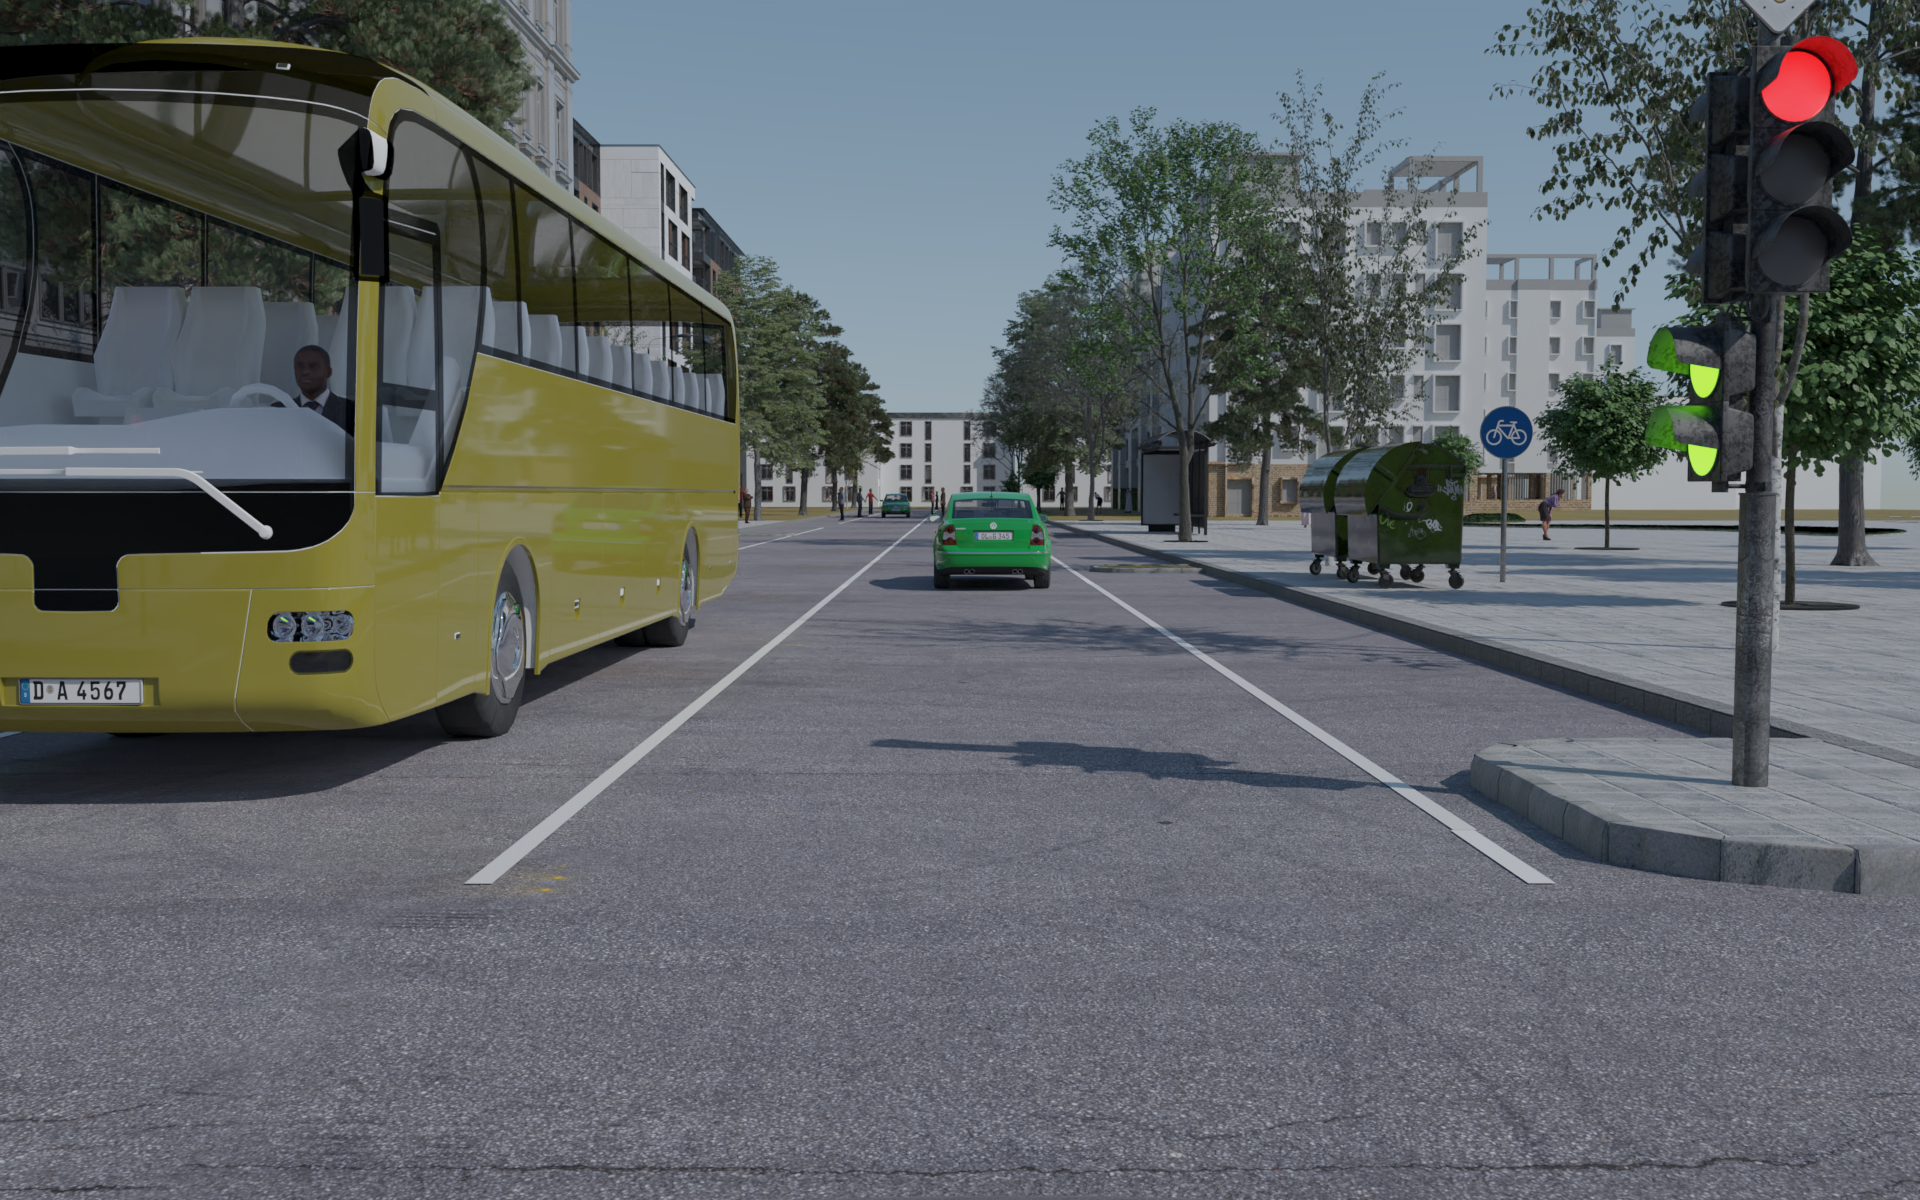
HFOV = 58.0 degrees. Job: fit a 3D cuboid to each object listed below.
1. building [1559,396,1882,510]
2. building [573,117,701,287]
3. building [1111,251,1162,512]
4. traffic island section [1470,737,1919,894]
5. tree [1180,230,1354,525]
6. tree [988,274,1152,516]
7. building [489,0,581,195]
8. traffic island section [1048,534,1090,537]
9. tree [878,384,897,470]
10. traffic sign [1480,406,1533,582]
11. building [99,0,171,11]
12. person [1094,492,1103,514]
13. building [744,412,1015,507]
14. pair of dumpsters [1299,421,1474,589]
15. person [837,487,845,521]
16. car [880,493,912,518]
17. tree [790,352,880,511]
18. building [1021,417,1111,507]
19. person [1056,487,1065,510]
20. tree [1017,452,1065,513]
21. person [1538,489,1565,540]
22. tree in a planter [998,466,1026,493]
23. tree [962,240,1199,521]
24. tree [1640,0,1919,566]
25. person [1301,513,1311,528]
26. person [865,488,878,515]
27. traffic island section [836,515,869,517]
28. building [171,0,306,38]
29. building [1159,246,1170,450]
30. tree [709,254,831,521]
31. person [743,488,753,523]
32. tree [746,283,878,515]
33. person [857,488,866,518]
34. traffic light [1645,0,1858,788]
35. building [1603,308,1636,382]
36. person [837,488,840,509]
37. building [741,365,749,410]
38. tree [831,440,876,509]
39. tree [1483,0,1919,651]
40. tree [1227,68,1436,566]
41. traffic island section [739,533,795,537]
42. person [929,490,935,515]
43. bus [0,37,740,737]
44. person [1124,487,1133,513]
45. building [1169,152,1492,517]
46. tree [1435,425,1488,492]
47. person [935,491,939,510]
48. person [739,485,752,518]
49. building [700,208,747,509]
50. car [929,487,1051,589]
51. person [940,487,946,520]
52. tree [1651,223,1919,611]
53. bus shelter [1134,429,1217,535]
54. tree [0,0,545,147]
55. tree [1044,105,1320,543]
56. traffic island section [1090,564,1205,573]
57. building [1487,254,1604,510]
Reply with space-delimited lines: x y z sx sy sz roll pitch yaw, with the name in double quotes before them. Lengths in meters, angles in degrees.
"building" 63.971 -12.522 146.878 28.070 9.664 9.099 0 3 0
"building" -31.478 -15.620 99.356 27.936 21.610 32.646 0 3 0
"building" 21.577 -16.417 134.874 16.747 18.905 31.486 0 3 0
"traffic island section" 3.507 0.895 7.642 2.009 0.180 2.903 0 3 0
"tree" 12.520 -9.092 70.717 6.751 12.117 7.091 0 3 0
"tree" 6.297 -11.798 99.549 9.857 13.997 8.962 0 3 0
"building" -23.130 -17.170 66.638 13.634 28.700 20.117 0 3 0
"traffic island section" 3.395 -2.239 59.470 1.991 0.108 1.994 0 3 0
"tree" -9.454 -15.330 158.075 7.806 13.903 7.818 0 3 0
"traffic sign" 7.895 -1.530 25.121 0.768 2.556 0.104 0 4 0
"building" -23.963 -14.245 26.407 14.314 27.812 24.014 0 3 0
"person" 9.007 -6.355 113.143 0.799 1.438 0.628 2 4 33
"building" -8.224 -14.471 178.745 28.070 9.664 9.099 0 3 0
"pair of dumpsters" 6.165 -1.398 25.344 1.574 2.255 4.436 0 3 0
"person" -6.393 -5.184 93.246 0.705 1.826 1.348 -1 4 -15
"car" -3.921 -5.947 106.027 1.959 1.807 4.718 0 4 -2
"tree" -9.275 -12.589 127.891 6.751 12.117 7.091 0 3 0
"building" 20.260 -14.524 179.609 28.070 9.664 9.099 0 3 0
"person" 8.070 -7.981 136.540 1.348 1.823 0.705 -2 4 -34
"tree" 5.482 -8.135 116.726 4.285 4.588 4.351 0 3 0
"person" 16.303 -2.355 47.778 0.697 1.427 0.421 1 4 14
"tree in a planter" 3.298 -6.881 109.730 1.991 3.239 1.994 0 3 0
"tree" 6.396 -10.509 82.188 12.009 13.543 11.850 0 3 0
"tree" 16.128 -7.551 30.888 7.806 13.903 7.818 0 3 0
"person" 13.227 -3.621 65.921 0.551 1.740 0.621 -2 4 -24
"person" -6.164 -6.831 120.131 0.705 1.831 1.348 3 4 38
"traffic island section" -6.815 -5.320 109.842 1.991 0.108 1.994 0 3 0
"building" -22.310 -12.145 47.719 9.793 20.994 18.267 0 3 0
"building" 21.339 -15.720 113.443 16.016 20.091 11.380 0 3 0
"tree" -10.127 -10.069 82.756 7.486 12.596 7.792 0 3 0
"person" -9.276 -4.126 75.772 0.388 1.546 0.482 2 4 32
"tree" -9.271 -12.016 103.886 7.806 13.903 7.818 0 3 0
"person" -6.021 -5.883 104.775 0.705 1.814 1.350 -2 4 -23
"traffic light" 3.467 -1.118 7.529 0.839 4.213 0.868 0 3 0
"building" 62.739 -19.949 182.582 11.380 20.091 16.016 0 3 0
"person" -10.156 -8.482 145.243 1.217 1.766 0.721 3 5 42
"building" -38.010 -19.341 182.675 31.486 18.905 16.747 0 3 0
"tree" -9.623 -12.205 149.908 4.737 8.622 4.395 0 3 0
"tree" 6.413 -3.895 14.038 4.360 8.622 3.978 0 3 0
"tree" 6.790 -4.901 30.488 4.360 8.622 3.978 0 3 0
"traffic island section" -6.704 -2.235 59.405 1.991 0.108 1.994 0 3 0
"person" -1.783 -6.616 117.397 0.721 1.743 1.217 0 4 -6
"bus" -3.817 -1.339 13.446 2.896 3.916 12.252 0 4 1
"person" 11.351 -6.737 116.857 0.621 1.740 0.551 0 4 7
"building" 21.211 -15.007 101.791 16.016 20.091 11.380 0 3 0
"tree" 22.752 -5.906 80.279 4.285 4.588 4.351 0 3 0
"person" -2.071 -9.123 158.460 0.445 1.727 0.742 0 4 -7
"person" -11.901 -5.342 93.347 1.348 1.831 0.705 -2 4 -26
"building" -34.570 -17.968 137.759 32.646 21.610 27.936 0 3 0
"car" 0.473 -1.152 27.632 1.959 1.807 4.718 0 4 0
"person" -0.964 -5.297 95.236 0.705 1.807 1.348 0 4 -1
"tree" 9.539 -2.197 19.637 4.285 4.588 4.351 0 3 0
"bus shelter" 6.947 -3.820 56.387 2.014 3.302 5.546 0 3 0
"tree" -9.507 -7.038 22.492 7.806 13.903 7.818 0 3 0
"tree" 5.992 -7.353 45.984 9.928 11.665 9.643 0 3 0
"traffic island section" 3.450 -0.577 32.307 1.991 0.108 1.994 0 3 0
"building" 44.205 -17.543 143.255 11.380 20.091 16.016 0 3 0
